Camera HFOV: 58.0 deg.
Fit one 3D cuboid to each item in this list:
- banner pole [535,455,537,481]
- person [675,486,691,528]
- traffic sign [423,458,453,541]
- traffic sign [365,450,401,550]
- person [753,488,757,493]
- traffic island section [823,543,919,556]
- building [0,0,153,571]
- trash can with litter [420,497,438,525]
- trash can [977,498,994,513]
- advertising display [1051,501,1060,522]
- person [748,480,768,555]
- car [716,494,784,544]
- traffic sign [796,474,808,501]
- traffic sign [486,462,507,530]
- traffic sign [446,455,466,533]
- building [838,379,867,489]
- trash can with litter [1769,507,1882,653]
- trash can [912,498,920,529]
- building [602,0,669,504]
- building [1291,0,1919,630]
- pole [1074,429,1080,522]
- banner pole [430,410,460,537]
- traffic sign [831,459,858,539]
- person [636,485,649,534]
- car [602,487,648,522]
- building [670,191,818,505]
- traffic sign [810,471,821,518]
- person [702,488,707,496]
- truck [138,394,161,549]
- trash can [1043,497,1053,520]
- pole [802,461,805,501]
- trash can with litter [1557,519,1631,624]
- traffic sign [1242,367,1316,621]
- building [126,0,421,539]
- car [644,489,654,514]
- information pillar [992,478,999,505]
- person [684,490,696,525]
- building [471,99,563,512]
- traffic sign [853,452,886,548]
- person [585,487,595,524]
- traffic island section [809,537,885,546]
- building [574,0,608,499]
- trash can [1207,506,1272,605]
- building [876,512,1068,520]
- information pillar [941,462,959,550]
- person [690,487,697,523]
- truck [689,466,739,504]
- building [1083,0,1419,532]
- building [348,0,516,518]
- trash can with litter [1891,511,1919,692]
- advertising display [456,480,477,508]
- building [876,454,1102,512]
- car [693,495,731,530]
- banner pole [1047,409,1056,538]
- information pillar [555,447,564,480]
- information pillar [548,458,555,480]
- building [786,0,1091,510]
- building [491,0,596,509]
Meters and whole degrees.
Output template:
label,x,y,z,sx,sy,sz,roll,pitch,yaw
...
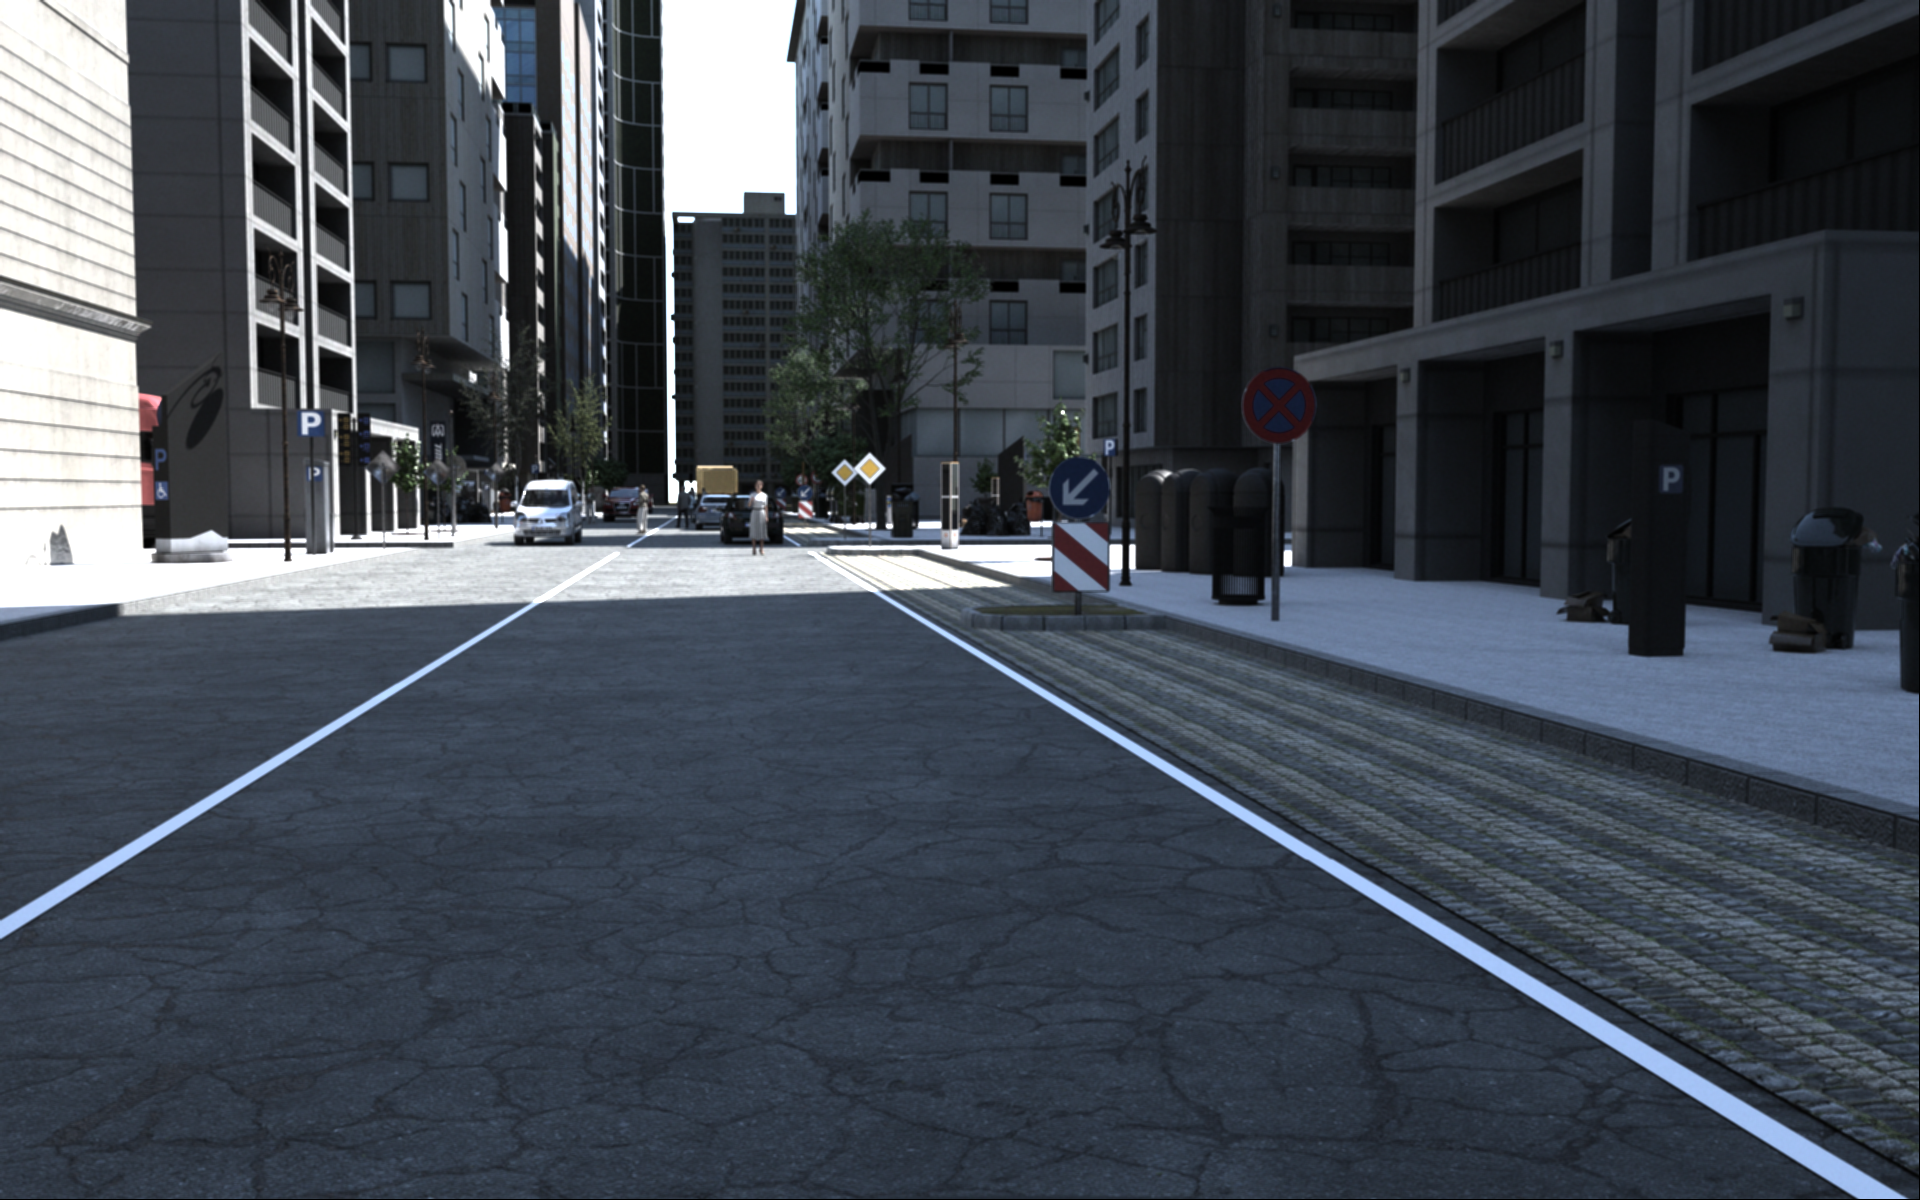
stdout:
label,x,y,z,sx,sy,sz,roll,pitch,yaw
banner pole,-27.311,-7.445,111.736,0.401,3.779,0.863,-1,4,-18
person,-11.725,-3.934,73.218,0.661,1.777,0.834,-3,4,-38
traffic sign,-14.360,-2.693,47.678,0.795,2.450,0.064,0,4,-8
traffic sign,-13.239,-2.210,39.772,0.795,2.450,0.064,0,4,-8
person,-9.641,-4.452,82.122,0.563,1.720,0.643,2,4,32
traffic island section,-2.130,-1.169,41.399,2.009,0.180,2.903,0,4,-8
building,-37.086,-15.160,24.284,44.131,29.872,17.030,0,4,-8
trash can with litter,-22.422,-3.748,72.674,1.055,1.170,0.624,1,4,11
trash can,1.056,-3.669,71.646,0.748,1.137,0.748,0,3,0
advertising display,4.455,-4.575,80.019,0.123,1.923,0.974,-1,4,-19
person,-4.733,-1.933,40.680,0.480,1.755,0.524,-1,4,-22
car,-6.156,-2.520,50.989,2.009,1.686,4.222,-1,4,-10
traffic sign,-9.998,-6.686,109.429,0.768,2.556,0.104,0,4,-5
traffic sign,-16.683,-3.742,62.370,0.795,2.450,0.064,0,4,-3
traffic sign,-16.505,-3.453,56.560,0.768,2.556,0.104,0,4,-4
building,-2.762,-22.282,136.012,14.160,30.474,14.107,0,4,-8
trash can with litter,7.116,-0.177,14.282,0.624,1.170,1.055,3,5,43
trash can,-1.816,-3.161,63.338,0.748,1.137,0.748,0,3,0
building,-47.317,-47.580,216.188,20.611,71.187,20.563,0,4,-8
building,17.456,-35.578,19.959,20.563,71.187,20.611,0,4,-8
pole,3.543,-3.588,52.500,0.158,3.312,0.155,0,3,0
banner pole,-15.477,-3.789,51.961,0.863,3.779,0.401,0,4,1
traffic sign,-3.274,-2.788,49.224,0.795,2.450,0.064,0,4,-8
person,-11.487,-3.272,62.549,0.362,1.759,0.519,2,4,31
car,-17.518,-5.022,90.782,2.281,1.827,5.304,0,4,-6
building,-25.381,-32.628,225.353,23.993,40.220,32.217,0,4,-8
traffic sign,-7.515,-5.593,91.559,0.768,2.556,0.104,0,4,-3
person,-15.680,-5.968,106.192,0.853,1.813,0.709,-3,4,-39
truck,-23.587,-3.200,41.232,11.283,4.237,2.839,-1,4,-8
trash can,4.362,-4.459,84.565,0.748,1.137,0.748,0,3,0
pole,-9.779,-6.992,108.161,0.158,3.312,0.155,0,3,0
trash can with litter,6.485,-0.357,17.217,1.055,1.170,0.624,3,5,41
traffic sign,3.197,-1.063,17.485,0.768,2.556,0.104,0,4,-7
building,-29.581,-37.815,56.520,20.563,71.187,20.611,0,4,-8
car,-23.940,-7.361,129.020,2.281,1.827,5.304,-1,4,-9
information pillar,1.584,-4.466,77.508,0.304,2.012,0.304,1,4,12
person,-12.562,-4.298,80.584,0.589,1.601,0.330,-3,4,-36
building,-37.153,-21.757,127.430,14.160,30.474,14.107,0,4,-8
traffic sign,-2.152,-2.304,41.318,0.795,2.450,0.064,0,4,-8
person,-17.805,-4.541,83.287,0.519,1.759,0.362,1,4,8
traffic island section,-3.252,-1.653,49.305,2.009,0.180,2.903,0,4,-8
building,-51.648,-39.078,180.925,28.212,58.520,21.231,0,4,-8
trash can,3.239,-0.519,20.132,0.748,1.137,0.748,0,3,0
building,6.732,-31.171,98.886,28.713,52.752,27.495,0,4,-8
information pillar,-0.234,-2.172,40.007,0.304,2.012,0.304,3,4,39
person,-13.162,-4.705,85.613,0.473,1.802,0.592,2,4,24
truck,-16.659,-7.479,118.199,3.469,3.379,9.791,-1,4,-10
building,12.758,-17.795,62.655,14.107,30.474,14.160,0,4,-8
building,-38.784,-30.647,90.318,28.713,52.752,27.495,0,4,-8
trash can with litter,6.586,0.016,11.132,1.055,1.170,0.624,2,4,25
advertising display,-22.825,-4.575,80.009,0.974,1.923,0.123,0,4,4
building,0.251,-34.721,156.929,28.713,52.752,27.495,0,4,-8
car,-9.807,-3.552,70.083,2.014,1.417,4.499,0,4,-8
banner pole,2.865,-3.672,50.051,0.401,3.779,0.863,-2,4,-34
information pillar,-19.778,-5.789,86.000,0.183,3.616,0.504,0,4,6
information pillar,-26.611,-7.443,113.055,0.504,3.616,0.183,0,4,8
building,-3.399,-36.396,184.306,28.713,52.752,27.495,0,4,-8
building,-40.469,-30.916,155.583,14.600,45.320,14.200,0,4,-8
